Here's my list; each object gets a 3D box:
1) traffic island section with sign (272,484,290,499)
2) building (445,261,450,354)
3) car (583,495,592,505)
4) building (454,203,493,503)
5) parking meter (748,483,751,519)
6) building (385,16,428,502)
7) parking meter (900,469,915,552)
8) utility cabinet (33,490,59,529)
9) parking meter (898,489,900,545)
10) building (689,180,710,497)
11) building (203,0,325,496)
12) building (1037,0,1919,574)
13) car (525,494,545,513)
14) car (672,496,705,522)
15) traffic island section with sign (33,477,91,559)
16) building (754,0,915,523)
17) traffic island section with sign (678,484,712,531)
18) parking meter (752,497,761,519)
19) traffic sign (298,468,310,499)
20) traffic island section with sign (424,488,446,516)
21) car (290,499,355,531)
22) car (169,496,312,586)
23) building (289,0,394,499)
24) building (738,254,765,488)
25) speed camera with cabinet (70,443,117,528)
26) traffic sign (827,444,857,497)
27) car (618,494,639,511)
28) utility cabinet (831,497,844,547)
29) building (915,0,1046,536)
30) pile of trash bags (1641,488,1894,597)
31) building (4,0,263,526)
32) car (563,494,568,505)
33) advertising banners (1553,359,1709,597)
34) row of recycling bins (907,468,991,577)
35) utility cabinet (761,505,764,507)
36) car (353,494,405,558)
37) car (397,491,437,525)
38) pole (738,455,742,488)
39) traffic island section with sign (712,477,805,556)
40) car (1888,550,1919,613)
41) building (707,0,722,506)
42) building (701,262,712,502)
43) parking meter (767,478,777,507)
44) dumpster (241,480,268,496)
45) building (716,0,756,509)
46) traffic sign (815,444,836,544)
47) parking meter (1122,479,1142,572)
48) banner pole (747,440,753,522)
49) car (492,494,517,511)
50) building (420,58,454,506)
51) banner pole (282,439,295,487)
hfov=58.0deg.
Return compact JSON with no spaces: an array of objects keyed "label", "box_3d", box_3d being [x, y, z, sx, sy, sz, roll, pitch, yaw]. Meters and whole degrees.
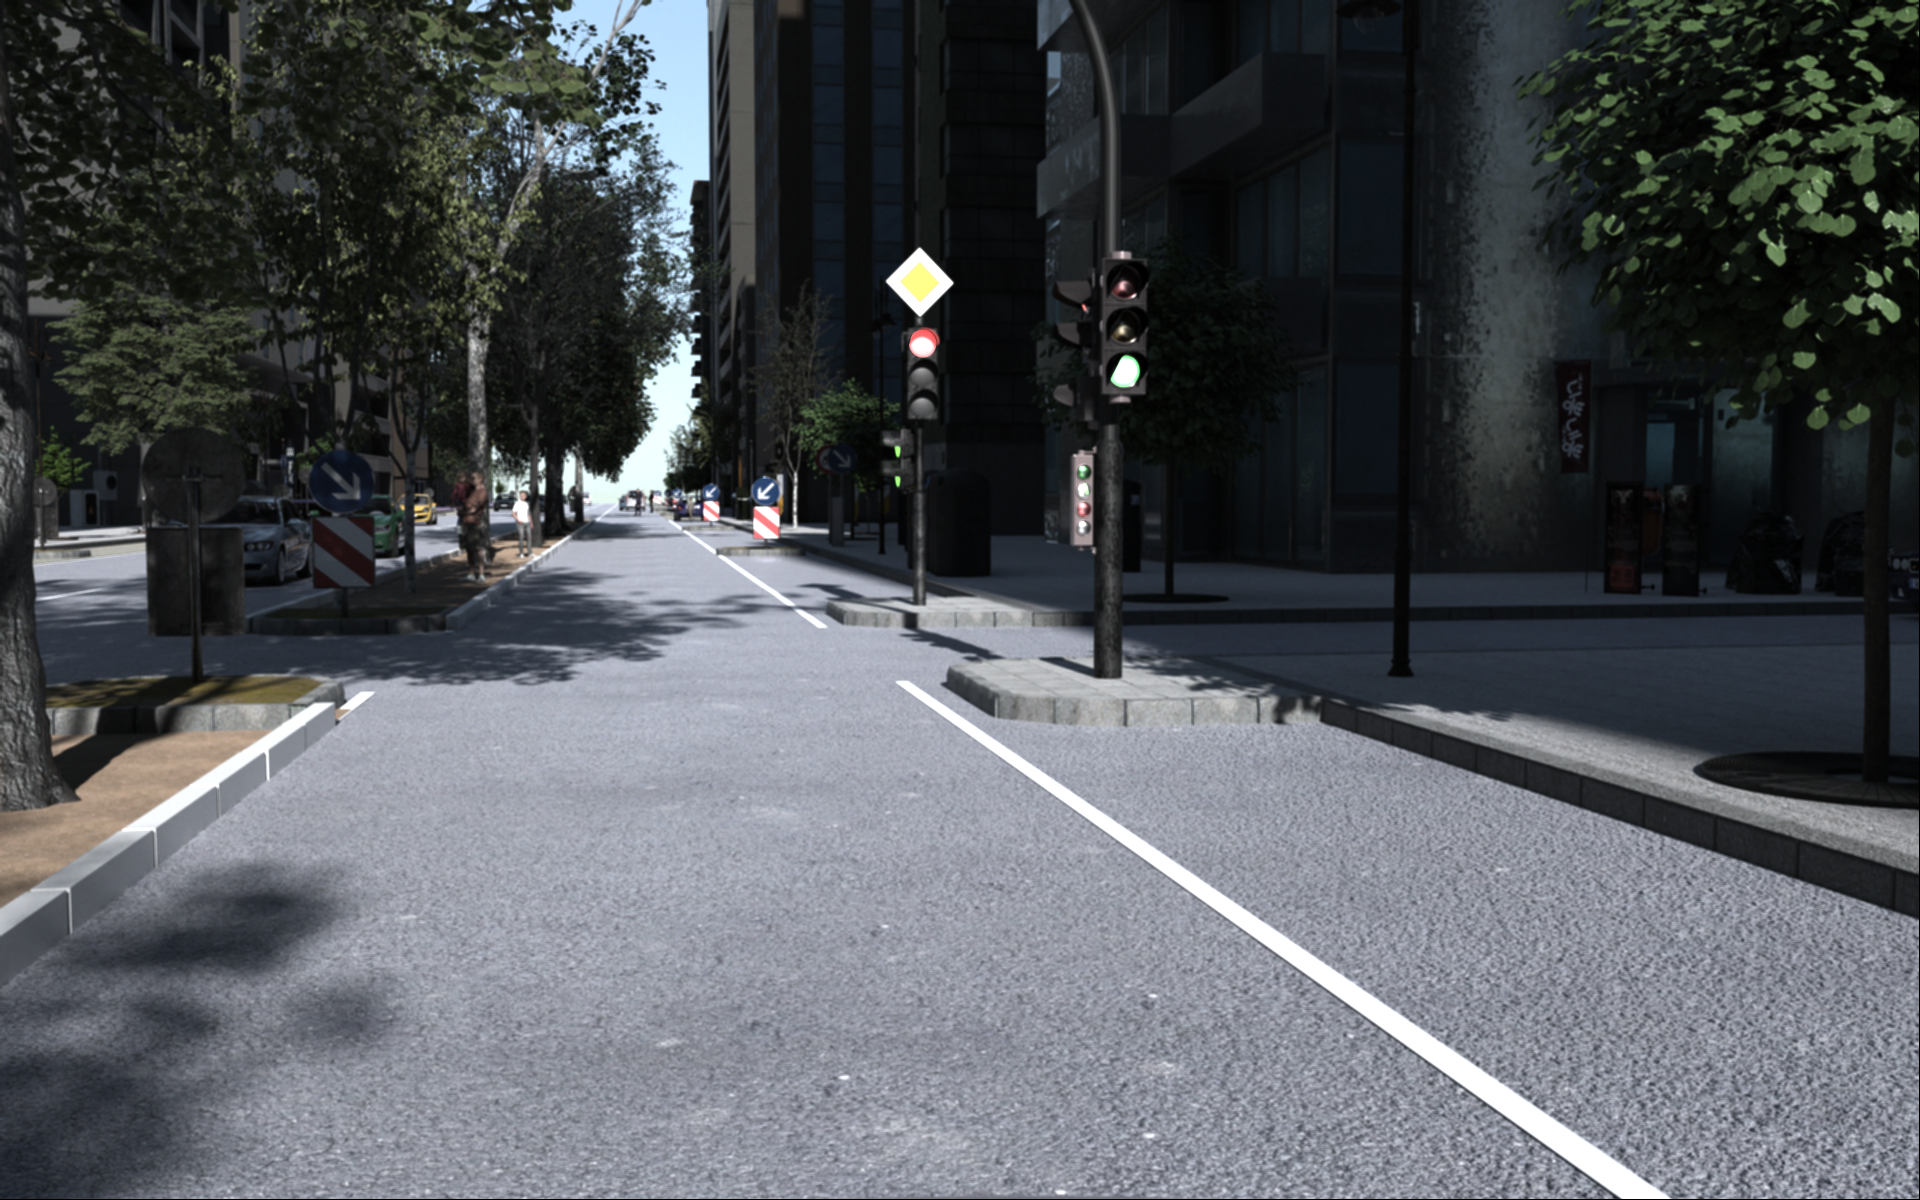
[{"label":"traffic island section with sign","box_3d":[-25.865,-3.505,65.931,1.989,1.847,2.006,-1,4,-11]},{"label":"building","box_3d":[-75.812,-31.886,213.221,32.217,40.220,23.993,-1,4,-11]},{"label":"car","box_3d":[-49.518,-13.184,227.927,2.083,1.381,4.827,-1,4,-10]},{"label":"building","box_3d":[-71.206,-33.666,234.038,14.154,41.232,14.086,-1,4,-11]},{"label":"parking meter","box_3d":[-10.886,-5.185,90.493,0.255,1.863,0.399,2,4,24]},{"label":"building","box_3d":[-52.583,-30.210,144.052,14.600,45.320,14.200,-1,4,-11]},{"label":"parking meter","box_3d":[-1.046,-2.007,38.532,0.399,1.863,0.255,1,4,16]},{"label":"utility cabinet","box_3d":[-33.566,-3.334,63.194,1.173,1.500,0.318,0,4,2]},{"label":"parking meter","box_3d":[-1.351,-2.317,43.602,0.399,1.863,0.255,1,4,12]},{"label":"building","box_3d":[-25.831,-35.736,238.906,22.147,44.769,28.867,-1,4,-11]},{"label":"building","box_3d":[-53.199,-31.275,100.586,28.713,52.752,27.495,-1,4,-11]},{"label":"building","box_3d":[16.640,-25.583,37.896,30.456,49.044,23.786,-1,4,-11]},{"label":"car","box_3d":[-29.879,-6.864,122.010,2.009,1.686,4.222,-1,4,-13]},{"label":"car","box_3d":[-14.243,-4.842,91.740,1.945,1.354,3.894,-1,4,-12]},{"label":"traffic island section with sign","box_3d":[-20.720,-1.847,38.832,1.989,1.847,2.006,-1,4,-11]},{"label":"building","box_3d":[-2.366,-26.442,82.438,14.600,45.320,14.200,-1,4,-11]},{"label":"traffic island section with sign","box_3d":[-9.945,-3.644,68.207,1.989,1.847,2.006,-1,4,-11]},{"label":"parking meter","box_3d":[-9.256,-4.501,79.307,0.255,1.863,0.399,0,4,2]},{"label":"traffic sign","box_3d":[-31.492,-5.102,83.521,0.768,2.556,0.104,-1,4,-10]},{"label":"traffic island section with sign","box_3d":[-35.120,-6.483,114.620,1.989,1.847,2.006,-1,4,-11]},{"label":"car","box_3d":[-13.236,-1.370,34.985,1.945,1.354,3.894,-1,4,-9]},{"label":"car","box_3d":[-11.733,-0.999,28.331,2.014,1.417,4.499,-1,4,-11]},{"label":"building","box_3d":[-54.016,-30.691,125.497,21.300,48.544,21.600,-1,4,-11]},{"label":"building","box_3d":[-2.301,-17.657,133.730,27.650,21.520,28.899,-1,4,-11]},{"label":"speed camera with cabinet","box_3d":[-33.144,-4.399,66.253,0.660,3.252,2.038,1,4,10]},{"label":"traffic sign","box_3d":[-2.982,-2.678,43.883,0.768,2.556,0.104,0,4,-2]},{"label":"car","box_3d":[-28.908,-8.539,151.621,2.014,1.417,4.499,-1,4,-10]},{"label":"utility cabinet","box_3d":[-3.010,-1.925,42.636,0.306,1.237,1.020,0,4,-3]},{"label":"building","box_3d":[5.191,-17.653,60.330,14.160,30.474,14.107,-1,4,-11]},{"label":"pile of trash bags","box_3d":[10.516,-0.805,22.921,3.447,1.369,1.912,2,4,33]},{"label":"building","box_3d":[-43.314,-39.030,76.391,20.563,71.187,20.611,-1,4,-11]},{"label":"car","box_3d":[-54.553,-13.875,236.638,2.009,1.686,4.222,-1,4,-12]},{"label":"advertising banners","box_3d":[8.542,-1.589,22.172,0.090,3.025,2.074,-3,5,-43]},{"label":"row of recycling bins","box_3d":[-0.170,-1.302,28.406,1.069,1.692,3.534,-1,4,-10]},{"label":"utility cabinet","box_3d":[-10.420,-5.081,94.242,0.306,1.237,1.020,3,5,44]},{"label":"car","box_3d":[-13.781,-1.721,39.942,2.131,1.459,4.920,-1,4,-12]},{"label":"car","box_3d":[-25.217,-4.274,80.108,2.015,1.641,3.980,-1,4,-12]},{"label":"pole","box_3d":[-11.459,-5.903,90.354,0.158,3.312,0.155,0,3,0]},{"label":"traffic island section with sign","box_3d":[-4.736,-1.970,40.830,1.989,1.847,2.006,-1,4,-11]},{"label":"car","box_3d":[12.680,-0.431,19.626,3.894,1.354,1.945,-1,4,-10]},{"label":"building","box_3d":[-17.803,-40.042,196.680,21.231,58.520,28.212,-1,4,-11]},{"label":"building","box_3d":[-25.470,-27.271,217.582,14.160,30.474,14.107,-1,4,-11]},{"label":"parking meter","box_3d":[-6.901,-3.524,63.327,0.399,1.863,0.255,0,4,4]},{"label":"dumpster","box_3d":[-28.863,-3.941,70.198,1.264,1.857,1.865,-1,4,-11]},{"label":"building","box_3d":[-10.667,-32.616,156.973,21.300,48.544,21.600,-1,4,-11]},{"label":"traffic sign","box_3d":[-3.318,-2.705,44.331,0.768,2.556,0.104,0,4,-2]},{"label":"parking meter","box_3d":[2.789,-1.229,28.500,0.372,1.533,0.369,0,3,0]},{"label":"banner pole","box_3d":[-9.675,-5.536,80.528,0.401,3.779,0.863,0,4,-1]},{"label":"car","box_3d":[-38.057,-8.265,144.918,2.009,1.686,4.222,-1,4,-12]},{"label":"building","box_3d":[-66.787,-34.703,187.002,23.786,49.044,30.456,-1,4,-11]},{"label":"banner pole","box_3d":[-30.299,-5.387,78.099,0.863,3.779,0.401,1,4,20]}]
